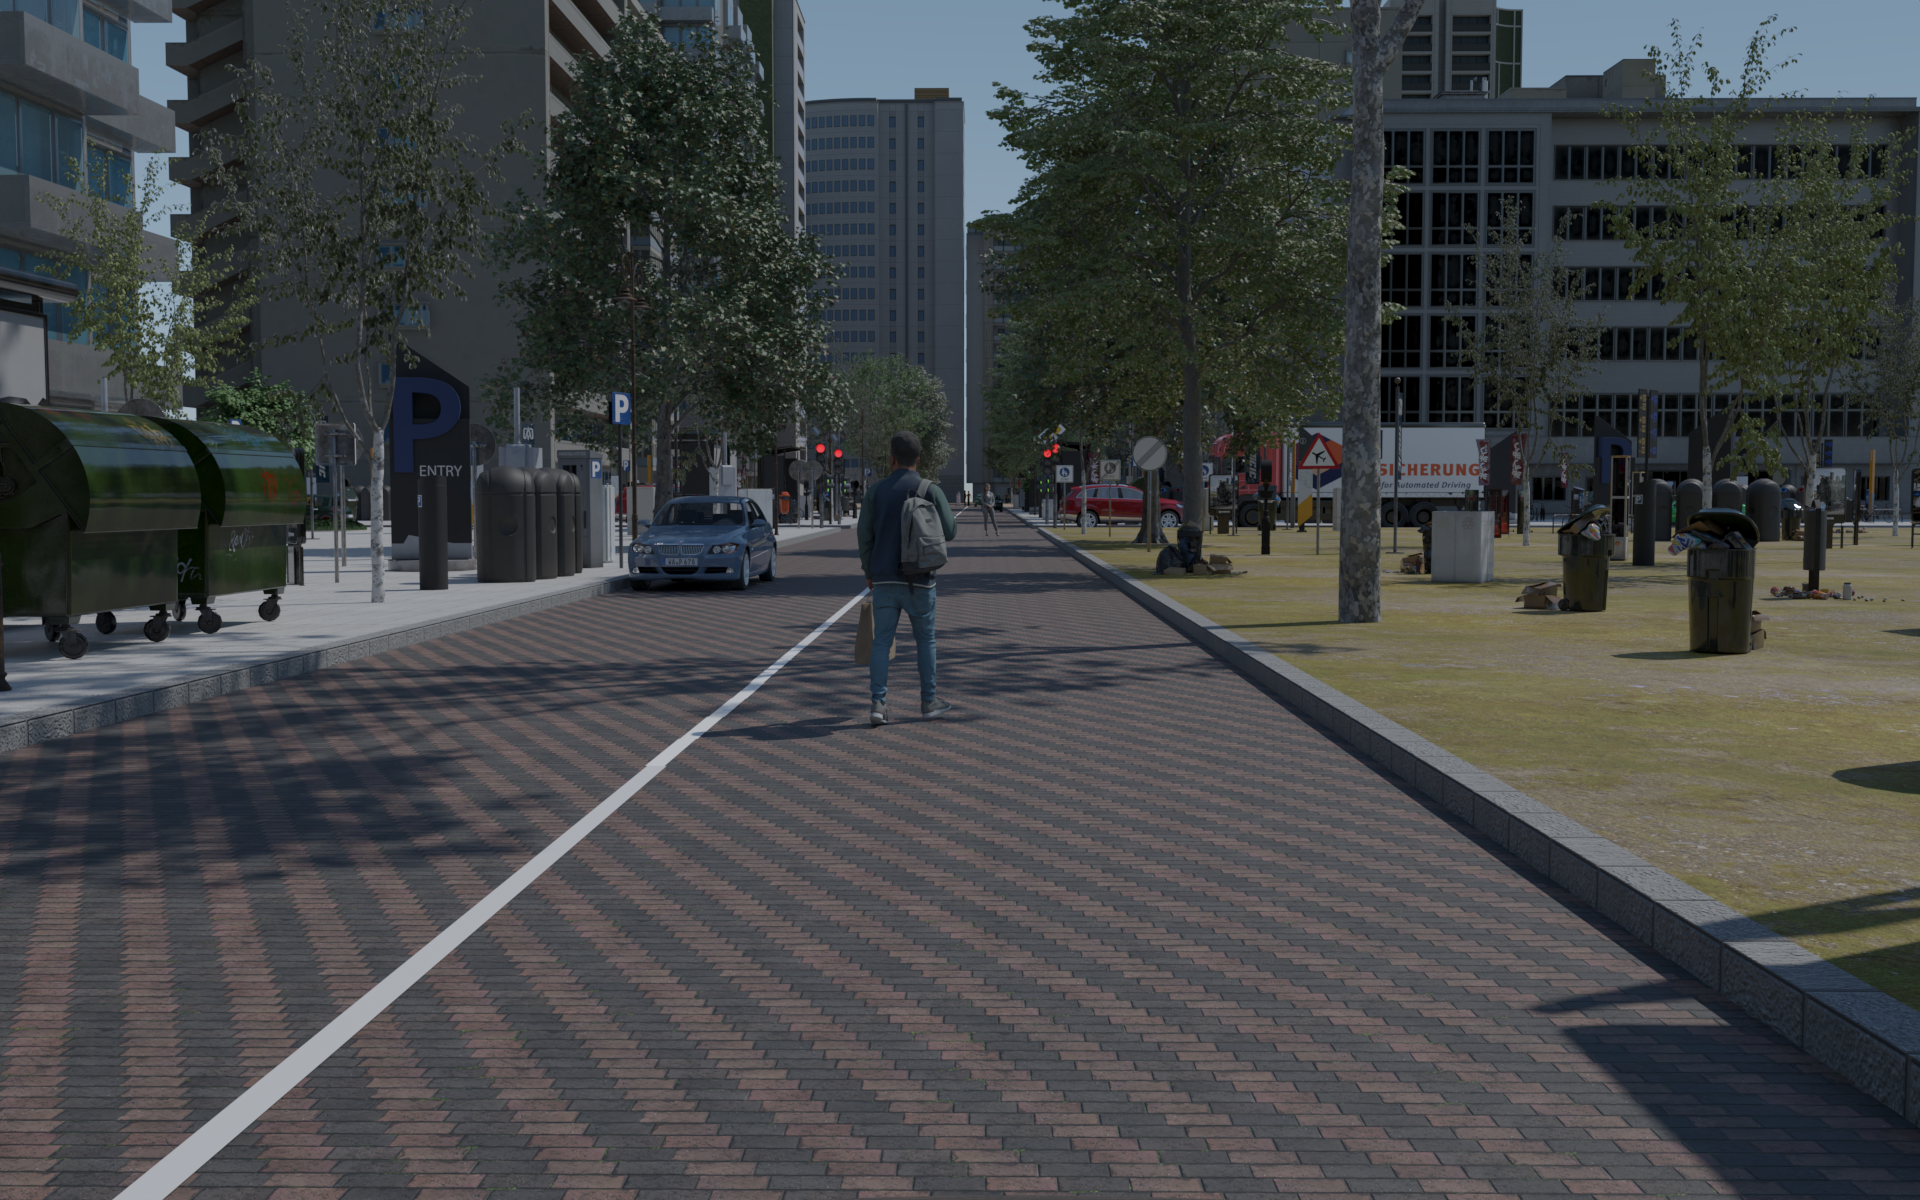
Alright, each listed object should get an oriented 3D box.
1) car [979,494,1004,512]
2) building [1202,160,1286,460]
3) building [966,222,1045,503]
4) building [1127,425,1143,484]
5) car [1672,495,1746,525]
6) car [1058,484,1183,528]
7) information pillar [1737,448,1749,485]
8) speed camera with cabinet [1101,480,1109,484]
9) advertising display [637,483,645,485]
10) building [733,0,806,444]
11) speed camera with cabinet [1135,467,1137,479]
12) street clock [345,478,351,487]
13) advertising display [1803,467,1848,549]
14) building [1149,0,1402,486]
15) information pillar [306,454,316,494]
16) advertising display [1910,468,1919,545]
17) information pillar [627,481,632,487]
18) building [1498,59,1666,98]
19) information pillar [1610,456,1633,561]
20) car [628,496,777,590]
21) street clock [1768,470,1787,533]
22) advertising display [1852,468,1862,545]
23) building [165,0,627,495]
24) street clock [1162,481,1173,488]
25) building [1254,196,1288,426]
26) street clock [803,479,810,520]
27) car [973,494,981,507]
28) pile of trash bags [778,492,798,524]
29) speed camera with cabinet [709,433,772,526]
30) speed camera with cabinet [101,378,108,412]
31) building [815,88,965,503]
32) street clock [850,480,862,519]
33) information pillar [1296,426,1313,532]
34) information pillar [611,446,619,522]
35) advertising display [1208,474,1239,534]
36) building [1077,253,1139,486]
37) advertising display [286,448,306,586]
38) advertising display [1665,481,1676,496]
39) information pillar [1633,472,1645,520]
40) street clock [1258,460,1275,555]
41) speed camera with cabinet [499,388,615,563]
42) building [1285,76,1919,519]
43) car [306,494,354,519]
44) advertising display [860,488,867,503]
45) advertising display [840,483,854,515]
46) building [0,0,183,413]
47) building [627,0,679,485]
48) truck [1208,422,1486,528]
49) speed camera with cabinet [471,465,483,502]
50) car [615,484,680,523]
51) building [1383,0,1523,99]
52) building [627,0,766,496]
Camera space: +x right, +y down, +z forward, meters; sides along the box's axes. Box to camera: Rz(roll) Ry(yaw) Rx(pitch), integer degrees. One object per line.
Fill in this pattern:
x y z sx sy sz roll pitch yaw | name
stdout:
2.559 -7.872 138.492 2.009 1.686 4.222 0 4 1 | car
26.278 -21.292 135.518 14.401 28.519 23.554 0 4 1 | building
7.825 -34.804 252.637 14.086 41.232 14.154 0 4 1 | building
33.826 -21.385 194.686 27.650 21.520 28.899 0 4 1 | building
28.803 -3.664 68.696 4.718 1.807 1.959 0 4 2 | car
6.514 -3.657 68.471 5.304 1.827 2.281 0 4 1 | car
36.913 -5.526 81.703 0.504 3.616 0.183 3 4 37 | information pillar
9.066 -6.762 104.886 0.660 3.252 2.038 -1 4 -13 | speed camera with cabinet
-18.651 -5.867 101.132 0.974 1.923 0.123 3 4 37 | advertising display
-32.141 -40.177 198.887 28.212 58.520 21.231 0 4 1 | building
12.569 -7.960 124.479 0.660 3.252 2.038 2 4 28 | speed camera with cabinet
-28.465 -4.631 80.280 0.471 2.002 0.358 1 4 15 | street clock
20.356 -2.174 40.760 0.974 1.923 0.123 0 4 -2 | advertising display
29.611 -33.264 167.570 21.300 48.544 21.600 0 4 1 | building
-32.487 -5.837 86.790 0.183 3.616 0.504 3 5 42 | information pillar
24.330 -2.332 43.334 0.974 1.923 0.123 1 4 14 | advertising display
-18.340 -5.612 96.253 0.304 2.012 0.304 2 4 25 | information pillar
69.942 -35.127 198.032 21.600 48.544 21.300 0 4 1 | building
12.675 -1.761 33.279 0.304 2.012 0.304 2 4 30 | information pillar
-3.982 -0.940 27.370 2.014 1.417 4.499 0 4 2 | car
24.121 -2.850 51.160 0.471 2.002 0.358 -1 4 -9 | street clock
22.627 -2.355 43.717 0.123 1.923 0.974 2 4 23 | advertising display
-31.770 -29.092 99.357 21.300 48.544 21.600 0 4 1 | building
11.646 -5.695 97.677 0.471 2.002 0.358 -2 4 -27 | street clock
25.285 -16.524 111.971 13.314 21.916 24.055 0 4 1 | building
-7.513 -4.904 84.757 0.358 2.002 0.471 0 4 -2 | street clock
2.529 -11.130 193.765 2.131 1.459 4.920 0 4 1 | car
-7.858 -3.966 74.603 1.912 1.369 3.447 -1 4 -19 | pile of trash bags
-7.090 -3.776 56.067 2.038 3.252 0.660 -3 4 -38 | speed camera with cabinet
-14.882 -2.116 28.935 0.660 3.252 2.038 3 5 41 | speed camera with cabinet
-13.392 -43.578 254.499 28.212 58.520 21.231 0 4 1 | building
-5.504 -5.264 90.639 0.358 2.002 0.471 3 4 37 | street clock
11.577 -4.084 58.128 0.504 3.616 0.183 0 4 7 | information pillar
-15.698 -5.352 78.855 0.504 3.616 0.183 3 4 36 | information pillar
8.482 -3.091 55.752 0.974 1.923 0.123 0 4 -4 | advertising display
26.966 -34.773 260.414 23.993 40.220 32.217 0 4 1 | building
-9.428 -1.180 24.514 0.123 1.923 0.974 -2 4 -33 | advertising display
34.031 -4.784 83.426 0.123 1.923 0.974 -1 4 -23 | advertising display
22.442 -3.230 57.308 0.304 2.012 0.304 -3 5 -40 | information pillar
6.479 -1.963 36.661 0.358 2.002 0.471 1 4 8 | street clock
-7.538 -2.329 32.414 2.038 3.252 0.660 0 4 3 | speed camera with cabinet
33.555 -16.709 92.262 30.058 24.678 14.314 0 4 1 | building
-26.317 -3.617 68.929 4.222 1.686 2.009 0 4 -1 | car
-6.982 -7.620 129.793 0.974 1.923 0.123 0 4 -1 | advertising display
-6.488 -5.717 98.683 0.974 1.923 0.123 1 4 14 | advertising display
-35.364 -25.528 36.990 30.456 49.044 23.786 0 4 1 | building
-34.704 -26.871 131.227 32.217 40.220 23.993 0 4 1 | building
14.894 -4.890 68.857 11.283 4.237 2.839 0 4 0 | truck
-13.400 -3.323 48.662 2.038 3.252 0.660 3 5 40 | speed camera with cabinet
-11.154 -3.680 68.849 5.304 1.827 2.281 0 4 -1 | car
70.790 -49.841 253.145 20.611 71.187 20.563 0 4 1 | building
-30.496 -33.256 163.349 23.786 49.044 30.456 0 4 1 | building
